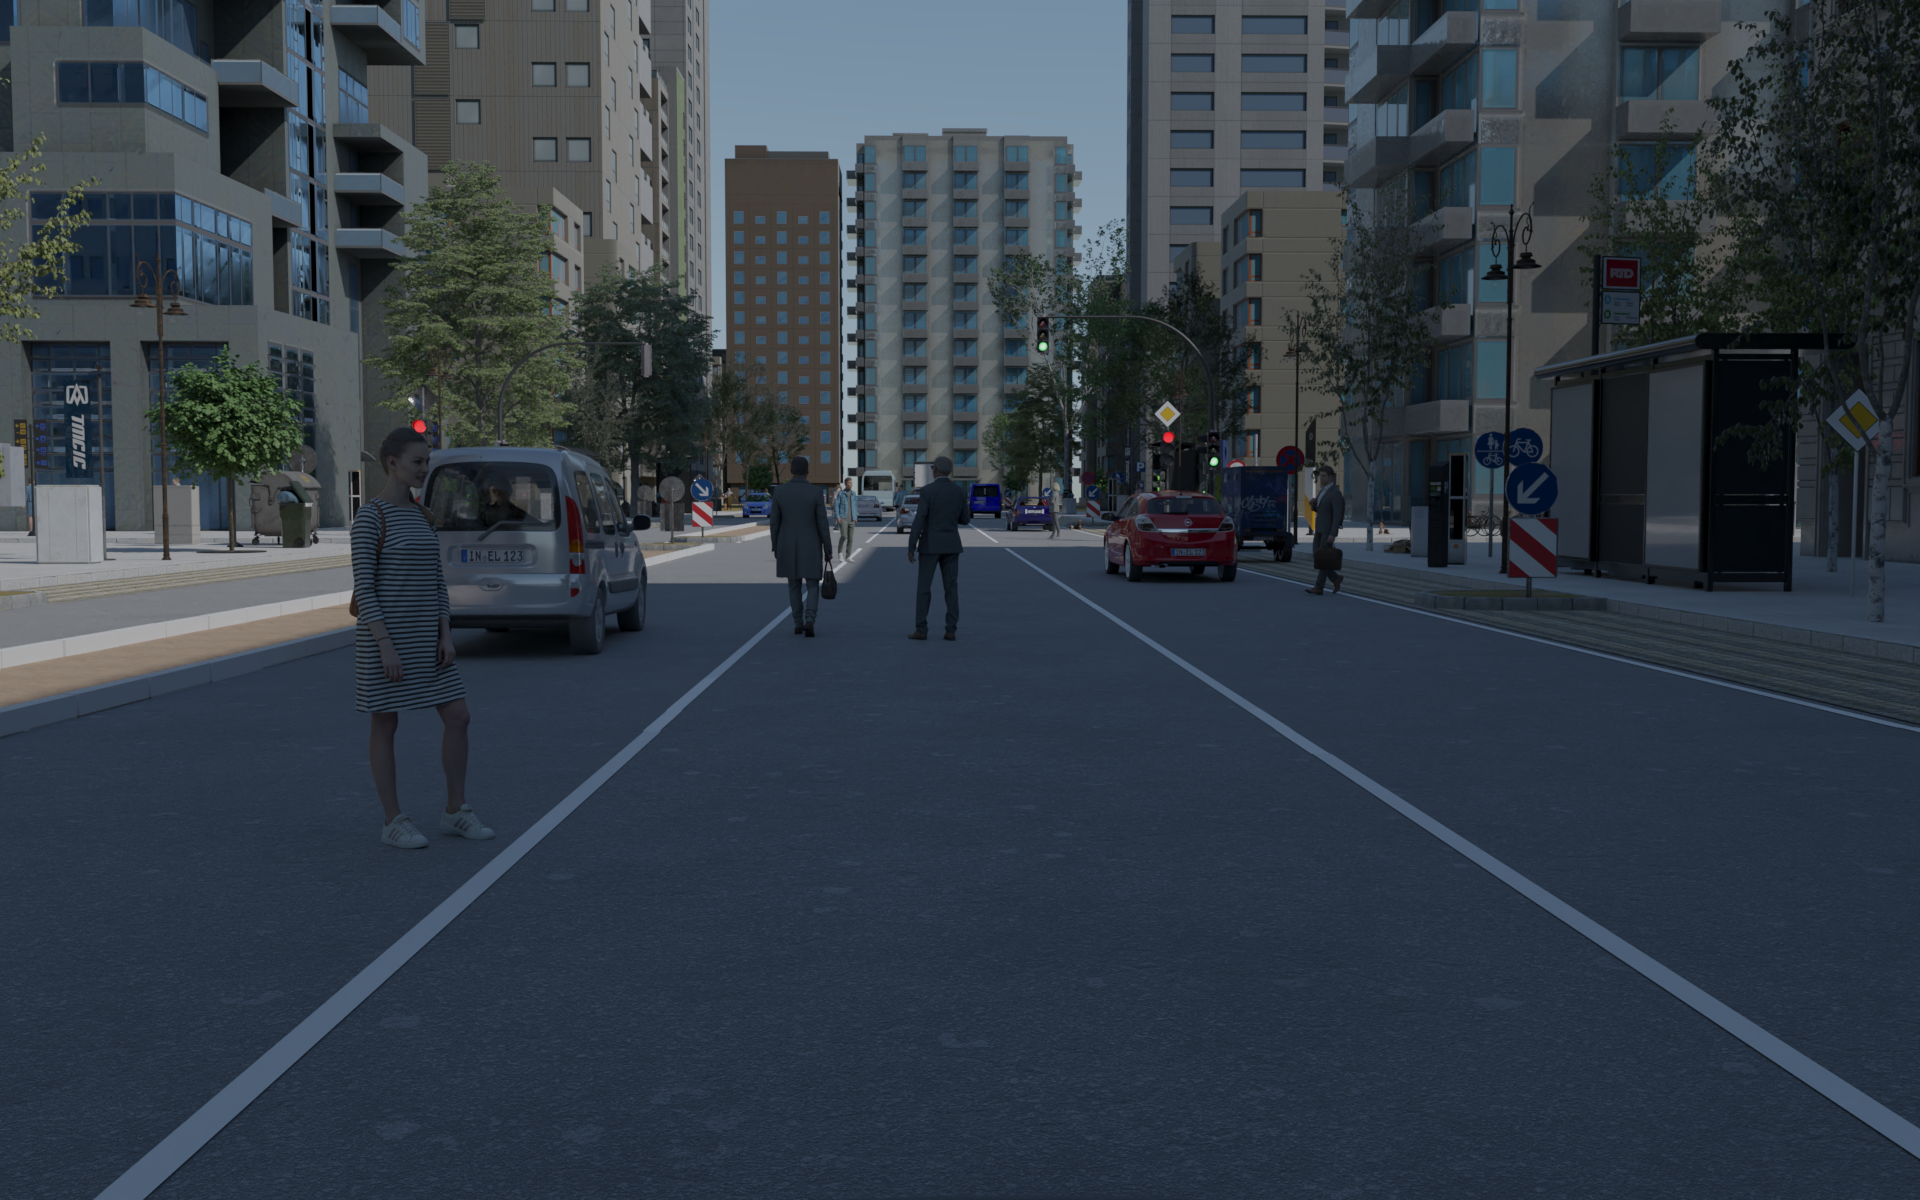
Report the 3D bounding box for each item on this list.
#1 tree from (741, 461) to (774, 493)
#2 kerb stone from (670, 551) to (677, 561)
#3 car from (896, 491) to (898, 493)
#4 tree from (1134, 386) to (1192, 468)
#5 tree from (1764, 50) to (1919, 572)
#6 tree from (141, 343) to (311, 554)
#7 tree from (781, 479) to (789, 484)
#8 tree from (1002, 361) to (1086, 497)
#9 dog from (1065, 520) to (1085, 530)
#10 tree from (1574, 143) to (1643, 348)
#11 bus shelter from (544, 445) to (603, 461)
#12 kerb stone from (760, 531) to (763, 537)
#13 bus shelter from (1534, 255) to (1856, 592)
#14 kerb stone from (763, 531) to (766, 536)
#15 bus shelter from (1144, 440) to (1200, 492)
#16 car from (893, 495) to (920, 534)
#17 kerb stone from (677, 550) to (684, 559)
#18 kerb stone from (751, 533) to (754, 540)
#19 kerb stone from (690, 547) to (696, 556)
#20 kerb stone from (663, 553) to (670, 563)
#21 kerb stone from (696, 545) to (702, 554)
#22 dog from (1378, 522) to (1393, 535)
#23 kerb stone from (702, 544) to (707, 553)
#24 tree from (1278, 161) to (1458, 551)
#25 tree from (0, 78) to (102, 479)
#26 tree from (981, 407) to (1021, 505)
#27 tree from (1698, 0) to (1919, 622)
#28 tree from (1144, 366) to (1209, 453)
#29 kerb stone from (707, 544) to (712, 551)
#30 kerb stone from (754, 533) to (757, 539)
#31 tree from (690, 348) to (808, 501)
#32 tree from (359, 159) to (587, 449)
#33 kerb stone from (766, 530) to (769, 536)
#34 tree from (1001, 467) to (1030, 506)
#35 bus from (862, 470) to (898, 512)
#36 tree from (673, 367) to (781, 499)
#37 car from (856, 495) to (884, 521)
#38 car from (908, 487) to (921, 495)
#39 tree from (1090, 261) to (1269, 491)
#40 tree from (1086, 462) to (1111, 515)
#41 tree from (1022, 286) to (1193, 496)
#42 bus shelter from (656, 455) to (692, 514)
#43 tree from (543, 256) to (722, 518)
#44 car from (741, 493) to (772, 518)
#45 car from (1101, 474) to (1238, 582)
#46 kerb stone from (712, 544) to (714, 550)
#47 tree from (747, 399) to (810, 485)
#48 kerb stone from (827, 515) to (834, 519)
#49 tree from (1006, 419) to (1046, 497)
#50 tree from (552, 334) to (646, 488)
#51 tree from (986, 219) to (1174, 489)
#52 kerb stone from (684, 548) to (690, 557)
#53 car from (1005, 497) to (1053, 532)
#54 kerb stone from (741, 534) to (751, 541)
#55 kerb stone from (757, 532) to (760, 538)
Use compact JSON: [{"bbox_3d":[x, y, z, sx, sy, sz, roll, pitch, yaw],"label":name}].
[{"bbox_3d":[-18.598,-10.767,159.750,4.285,4.588,4.351,0,3,0],"label":"tree"},{"bbox_3d":[-6.265,-0.920,37.243,0.120,0.150,1.000,0,4,-1],"label":"kerb stone"},{"bbox_3d":[-7.471,-11.367,194.516,2.281,1.827,5.304,0,4,0],"label":"car"},{"bbox_3d":[12.392,-9.494,105.593,4.360,8.622,3.978,0,3,0],"label":"tree"},{"bbox_3d":[14.148,-4.768,28.314,4.737,8.622,4.395,0,3,0],"label":"tree"},{"bbox_3d":[-16.056,-3.319,37.974,4.285,4.588,4.351,0,3,0],"label":"tree"},{"bbox_3d":[-19.898,-12.495,198.891,1.663,3.219,1.824,0,3,0],"label":"tree"},{"bbox_3d":[7.293,-14.075,148.255,7.486,12.596,7.792,0,3,0],"label":"tree"},{"bbox_3d":[4.623,-3.023,69.615,0.748,0.427,0.550,2,4,35],"label":"dog"},{"bbox_3d":[13.991,-5.120,34.077,4.737,8.622,4.395,0,3,0],"label":"tree"},{"bbox_3d":[-16.763,-4.902,74.064,2.014,3.302,5.546,0,4,-1],"label":"bus shelter"},{"bbox_3d":[-6.691,-2.144,57.266,0.120,0.150,1.000,0,4,-1],"label":"kerb stone"},{"bbox_3d":[10.507,-3.009,26.824,2.179,5.291,8.768,0,4,-1],"label":"bus shelter"},{"bbox_3d":[-6.723,-2.207,58.287,0.120,0.150,1.000,0,4,-1],"label":"kerb stone"},{"bbox_3d":[9.525,-5.296,77.880,1.731,3.624,6.357,0,4,-1],"label":"bus shelter"},{"bbox_3d":[-1.446,-3.154,63.575,2.014,1.417,4.499,0,4,-1],"label":"car"},{"bbox_3d":[-6.291,-0.980,38.269,0.120,0.150,1.000,0,4,-1],"label":"kerb stone"},{"bbox_3d":[-6.620,-1.957,54.189,0.120,0.150,1.000,0,4,-1],"label":"kerb stone"},{"bbox_3d":[-6.329,-1.107,40.312,0.120,0.150,1.000,0,4,-1],"label":"kerb stone"},{"bbox_3d":[-6.251,-0.856,36.221,0.120,0.150,1.000,0,4,-1],"label":"kerb stone"},{"bbox_3d":[-6.355,-1.171,41.344,0.120,0.150,1.000,0,4,-1],"label":"kerb stone"},{"bbox_3d":[13.547,-2.283,55.068,0.748,0.427,0.550,0,4,-6],"label":"dog"},{"bbox_3d":[-6.371,-1.233,42.370,0.120,0.150,1.000,0,4,-1],"label":"kerb stone"},{"bbox_3d":[9.277,-5.431,39.158,4.360,8.622,3.978,0,3,0],"label":"tree"},{"bbox_3d":[-15.252,-4.585,25.321,4.737,8.622,4.395,0,3,0],"label":"tree"},{"bbox_3d":[6.047,-17.017,203.977,9.928,11.665,9.643,0,3,0],"label":"tree"},{"bbox_3d":[9.308,-4.096,17.340,4.360,8.622,3.978,0,3,0],"label":"tree"},{"bbox_3d":[12.731,-9.019,97.817,4.737,8.622,4.395,0,3,0],"label":"tree"},{"bbox_3d":[-6.392,-1.296,43.391,0.120,0.150,1.000,0,4,-1],"label":"kerb stone"},{"bbox_3d":[-6.645,-2.020,55.217,0.120,0.150,1.000,0,4,-1],"label":"kerb stone"},{"bbox_3d":[-17.912,-14.348,144.965,12.009,13.543,11.850,0,3,0],"label":"tree"},{"bbox_3d":[-16.804,-8.662,59.746,7.486,12.596,7.792,0,3,0],"label":"tree"},{"bbox_3d":[-6.735,-2.267,59.312,0.120,0.150,1.000,0,4,-1],"label":"kerb stone"},{"bbox_3d":[6.256,-12.670,190.861,4.285,4.588,4.351,0,3,0],"label":"tree"},{"bbox_3d":[-6.657,-9.098,143.620,2.948,3.499,13.247,0,4,-1],"label":"bus"},{"bbox_3d":[-17.677,-11.787,127.130,8.767,10.594,7.601,-3,5,-44],"label":"tree"},{"bbox_3d":[-5.067,-4.865,91.911,2.083,1.381,4.827,0,4,-2],"label":"car"},{"bbox_3d":[-1.613,-4.743,86.229,2.281,1.827,5.304,0,4,-1],"label":"car"},{"bbox_3d":[8.639,-8.255,69.376,7.601,10.594,8.767,2,4,25],"label":"tree"},{"bbox_3d":[8.469,-6.703,104.195,1.663,3.219,1.824,0,3,0],"label":"tree"},{"bbox_3d":[8.319,-9.853,86.846,9.928,11.665,9.643,0,3,0],"label":"tree"},{"bbox_3d":[-17.464,-7.074,106.946,1.731,3.624,6.357,0,4,-1],"label":"bus shelter"},{"bbox_3d":[-17.449,-11.339,92.041,9.857,13.997,8.962,0,3,0],"label":"tree"},{"bbox_3d":[-12.219,-5.817,104.702,1.945,1.707,3.694,0,4,-3],"label":"car"},{"bbox_3d":[3.555,-1.269,29.794,2.155,1.783,4.494,0,4,-2],"label":"car"},{"bbox_3d":[-6.422,-1.353,44.413,0.120,0.150,1.000,0,4,-1],"label":"kerb stone"},{"bbox_3d":[-19.766,-15.991,187.203,9.928,11.665,9.643,0,3,0],"label":"tree"},{"bbox_3d":[-7.650,-4.905,102.387,0.120,0.150,1.000,0,4,-1],"label":"kerb stone"},{"bbox_3d":[6.094,-13.078,164.183,4.737,8.622,4.395,0,3,0],"label":"tree"},{"bbox_3d":[-17.016,-7.947,80.296,4.360,8.622,3.978,0,3,0],"label":"tree"},{"bbox_3d":[8.592,-16.065,118.558,12.611,20.169,13.585,0,3,0],"label":"tree"},{"bbox_3d":[-6.316,-1.046,39.290,0.120,0.150,1.000,0,4,-1],"label":"kerb stone"},{"bbox_3d":[2.747,-3.363,67.568,1.945,1.354,3.894,0,4,-3],"label":"car"},{"bbox_3d":[-6.614,-1.889,53.167,0.120,0.150,1.000,0,4,-1],"label":"kerb stone"},{"bbox_3d":[-6.673,-2.082,56.243,0.120,0.150,1.000,0,4,-1],"label":"kerb stone"}]
